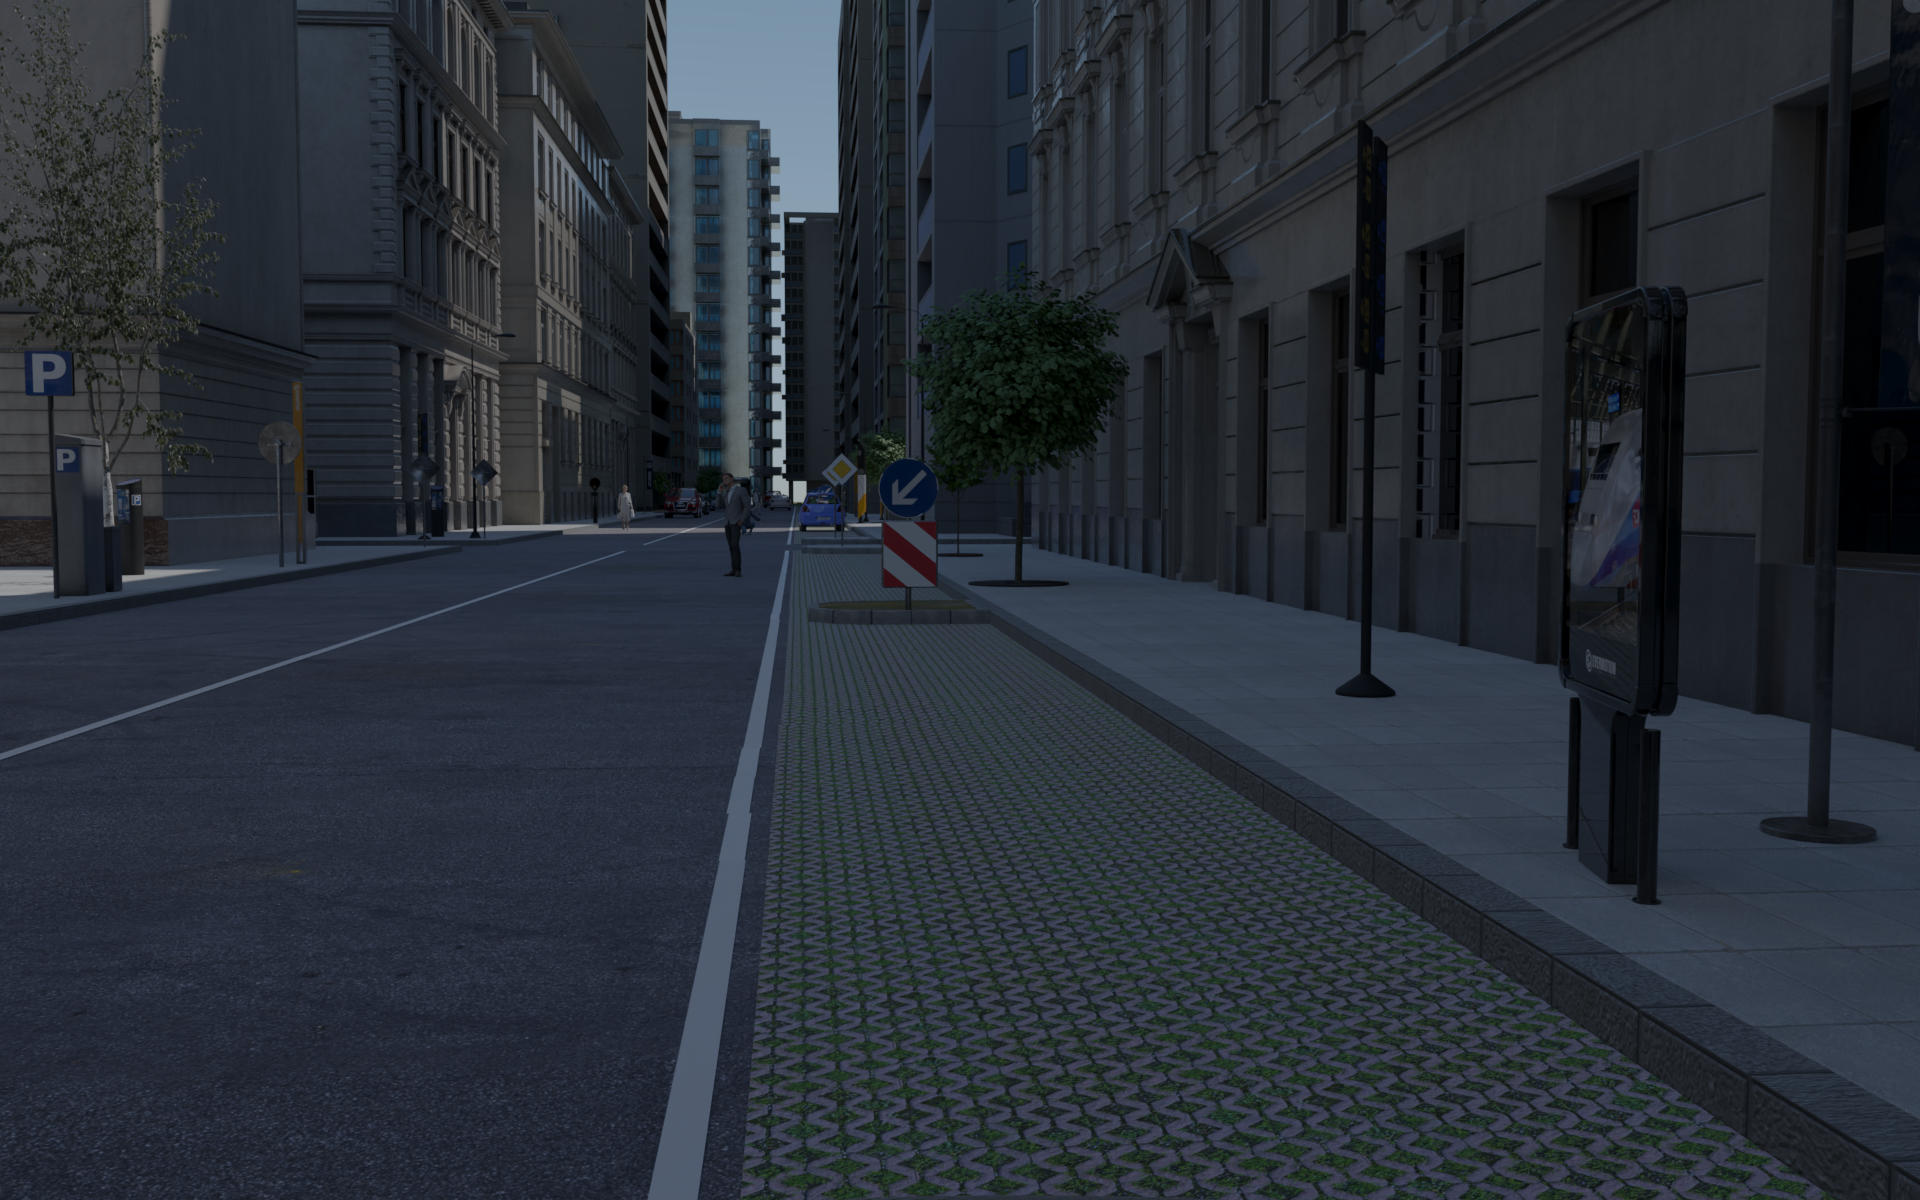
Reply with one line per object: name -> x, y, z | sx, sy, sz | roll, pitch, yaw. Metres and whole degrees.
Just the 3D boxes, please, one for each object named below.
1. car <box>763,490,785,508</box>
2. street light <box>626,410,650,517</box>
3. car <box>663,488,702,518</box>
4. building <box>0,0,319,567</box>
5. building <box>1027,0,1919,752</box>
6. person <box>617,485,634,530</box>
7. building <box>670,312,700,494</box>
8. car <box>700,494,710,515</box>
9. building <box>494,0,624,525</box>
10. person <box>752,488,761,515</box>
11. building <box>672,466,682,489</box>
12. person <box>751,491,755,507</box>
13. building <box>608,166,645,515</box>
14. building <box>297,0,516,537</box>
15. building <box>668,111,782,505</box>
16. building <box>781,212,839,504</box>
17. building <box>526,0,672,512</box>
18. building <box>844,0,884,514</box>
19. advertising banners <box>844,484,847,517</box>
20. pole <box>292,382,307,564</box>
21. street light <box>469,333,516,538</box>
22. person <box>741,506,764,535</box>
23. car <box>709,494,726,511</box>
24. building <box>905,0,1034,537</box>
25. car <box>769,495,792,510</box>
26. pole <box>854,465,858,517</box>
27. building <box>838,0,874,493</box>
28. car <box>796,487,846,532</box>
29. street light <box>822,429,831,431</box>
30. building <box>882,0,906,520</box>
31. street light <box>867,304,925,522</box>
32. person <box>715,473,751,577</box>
car -> -19.554, -10.584, 181.723 | 2.281, 1.827, 5.304 | 0, 4, -5
street light -> -17.862, -7.545, 95.909 | 1.470, 5.913, 1.316 | 0, 4, -5
car -> -16.614, -5.830, 103.985 | 2.281, 1.827, 5.304 | 0, 4, -6
building -> -23.523, -10.361, 34.030 | 19.286, 19.102, 10.561 | 0, 4, -5
building -> 11.561, -14.905, 20.108 | 17.030, 29.872, 44.131 | 0, 4, -5
person -> -13.291, -3.673, 68.913 | 0.694, 1.780, 0.624 | 0, 4, 1
building -> -43.013, -20.705, 183.566 | 28.899, 21.520, 27.650 | 0, 4, -5
car -> -18.174, -6.681, 119.013 | 2.009, 1.686, 4.222 | 0, 4, -5
building -> -25.907, -15.355, 84.338 | 16.112, 22.955, 30.059 | 0, 4, -5
person -> -13.892, -6.703, 117.967 | 0.818, 1.842, 0.514 | 1, 4, 9
building -> -35.656, -43.768, 153.857 | 20.563, 71.187, 20.611 | 0, 4, -5
person -> -23.400, -11.477, 196.143 | 0.705, 1.824, 1.348 | 1, 4, 21
building -> -26.265, -17.160, 109.441 | 11.050, 23.489, 19.941 | 0, 4, -5
building -> -22.387, -14.111, 59.587 | 11.050, 23.489, 19.941 | 0, 4, -5
building -> -37.932, -36.663, 219.043 | 30.456, 49.044, 23.786 | 0, 4, -5
building -> -11.137, -32.623, 225.260 | 23.993, 40.220, 32.217 | 0, 4, -5
building -> -33.971, -31.182, 133.524 | 21.300, 48.544, 21.600 | 0, 4, -5
building -> 2.669, -41.374, 114.718 | 20.563, 71.187, 20.611 | 0, 4, -5
advertising banners -> -6.595, -6.304, 99.251 | 0.090, 3.025, 2.074 | 0, 4, -7
pole -> -12.086, -2.315, 31.700 | 0.158, 3.312, 0.155 | 0, 3, 0
street light -> -13.516, -4.742, 50.079 | 1.470, 5.913, 1.316 | 0, 4, -5
person -> -7.376, -2.861, 60.783 | 1.012, 1.151, 0.738 | -1, 4, -20
car -> -20.279, -8.264, 147.123 | 2.014, 1.417, 4.499 | 0, 4, -4
building -> 12.703, -31.671, 59.827 | 28.212, 58.520, 21.231 | 0, 4, -5
car -> -15.984, -8.682, 154.309 | 2.083, 1.381, 4.827 | 0, 4, -5
pole -> -5.835, -6.331, 97.357 | 0.158, 3.312, 0.155 | 0, 3, 0
building -> -0.317, -32.814, 160.205 | 21.300, 48.544, 21.600 | 0, 4, -5
car -> -5.356, -3.504, 66.877 | 1.945, 1.707, 3.694 | 0, 4, -7
street light -> -9.186, -9.299, 124.578 | 1.470, 5.913, 1.316 | 0, 4, -5
building -> 2.889, -19.502, 90.559 | 14.160, 30.474, 14.107 | 0, 4, -5
street light -> -1.458, -4.279, 42.502 | 1.470, 5.913, 1.316 | 0, 4, -5
person -> -3.953, -1.313, 30.142 | 0.473, 1.802, 0.592 | -3, 4, -39
